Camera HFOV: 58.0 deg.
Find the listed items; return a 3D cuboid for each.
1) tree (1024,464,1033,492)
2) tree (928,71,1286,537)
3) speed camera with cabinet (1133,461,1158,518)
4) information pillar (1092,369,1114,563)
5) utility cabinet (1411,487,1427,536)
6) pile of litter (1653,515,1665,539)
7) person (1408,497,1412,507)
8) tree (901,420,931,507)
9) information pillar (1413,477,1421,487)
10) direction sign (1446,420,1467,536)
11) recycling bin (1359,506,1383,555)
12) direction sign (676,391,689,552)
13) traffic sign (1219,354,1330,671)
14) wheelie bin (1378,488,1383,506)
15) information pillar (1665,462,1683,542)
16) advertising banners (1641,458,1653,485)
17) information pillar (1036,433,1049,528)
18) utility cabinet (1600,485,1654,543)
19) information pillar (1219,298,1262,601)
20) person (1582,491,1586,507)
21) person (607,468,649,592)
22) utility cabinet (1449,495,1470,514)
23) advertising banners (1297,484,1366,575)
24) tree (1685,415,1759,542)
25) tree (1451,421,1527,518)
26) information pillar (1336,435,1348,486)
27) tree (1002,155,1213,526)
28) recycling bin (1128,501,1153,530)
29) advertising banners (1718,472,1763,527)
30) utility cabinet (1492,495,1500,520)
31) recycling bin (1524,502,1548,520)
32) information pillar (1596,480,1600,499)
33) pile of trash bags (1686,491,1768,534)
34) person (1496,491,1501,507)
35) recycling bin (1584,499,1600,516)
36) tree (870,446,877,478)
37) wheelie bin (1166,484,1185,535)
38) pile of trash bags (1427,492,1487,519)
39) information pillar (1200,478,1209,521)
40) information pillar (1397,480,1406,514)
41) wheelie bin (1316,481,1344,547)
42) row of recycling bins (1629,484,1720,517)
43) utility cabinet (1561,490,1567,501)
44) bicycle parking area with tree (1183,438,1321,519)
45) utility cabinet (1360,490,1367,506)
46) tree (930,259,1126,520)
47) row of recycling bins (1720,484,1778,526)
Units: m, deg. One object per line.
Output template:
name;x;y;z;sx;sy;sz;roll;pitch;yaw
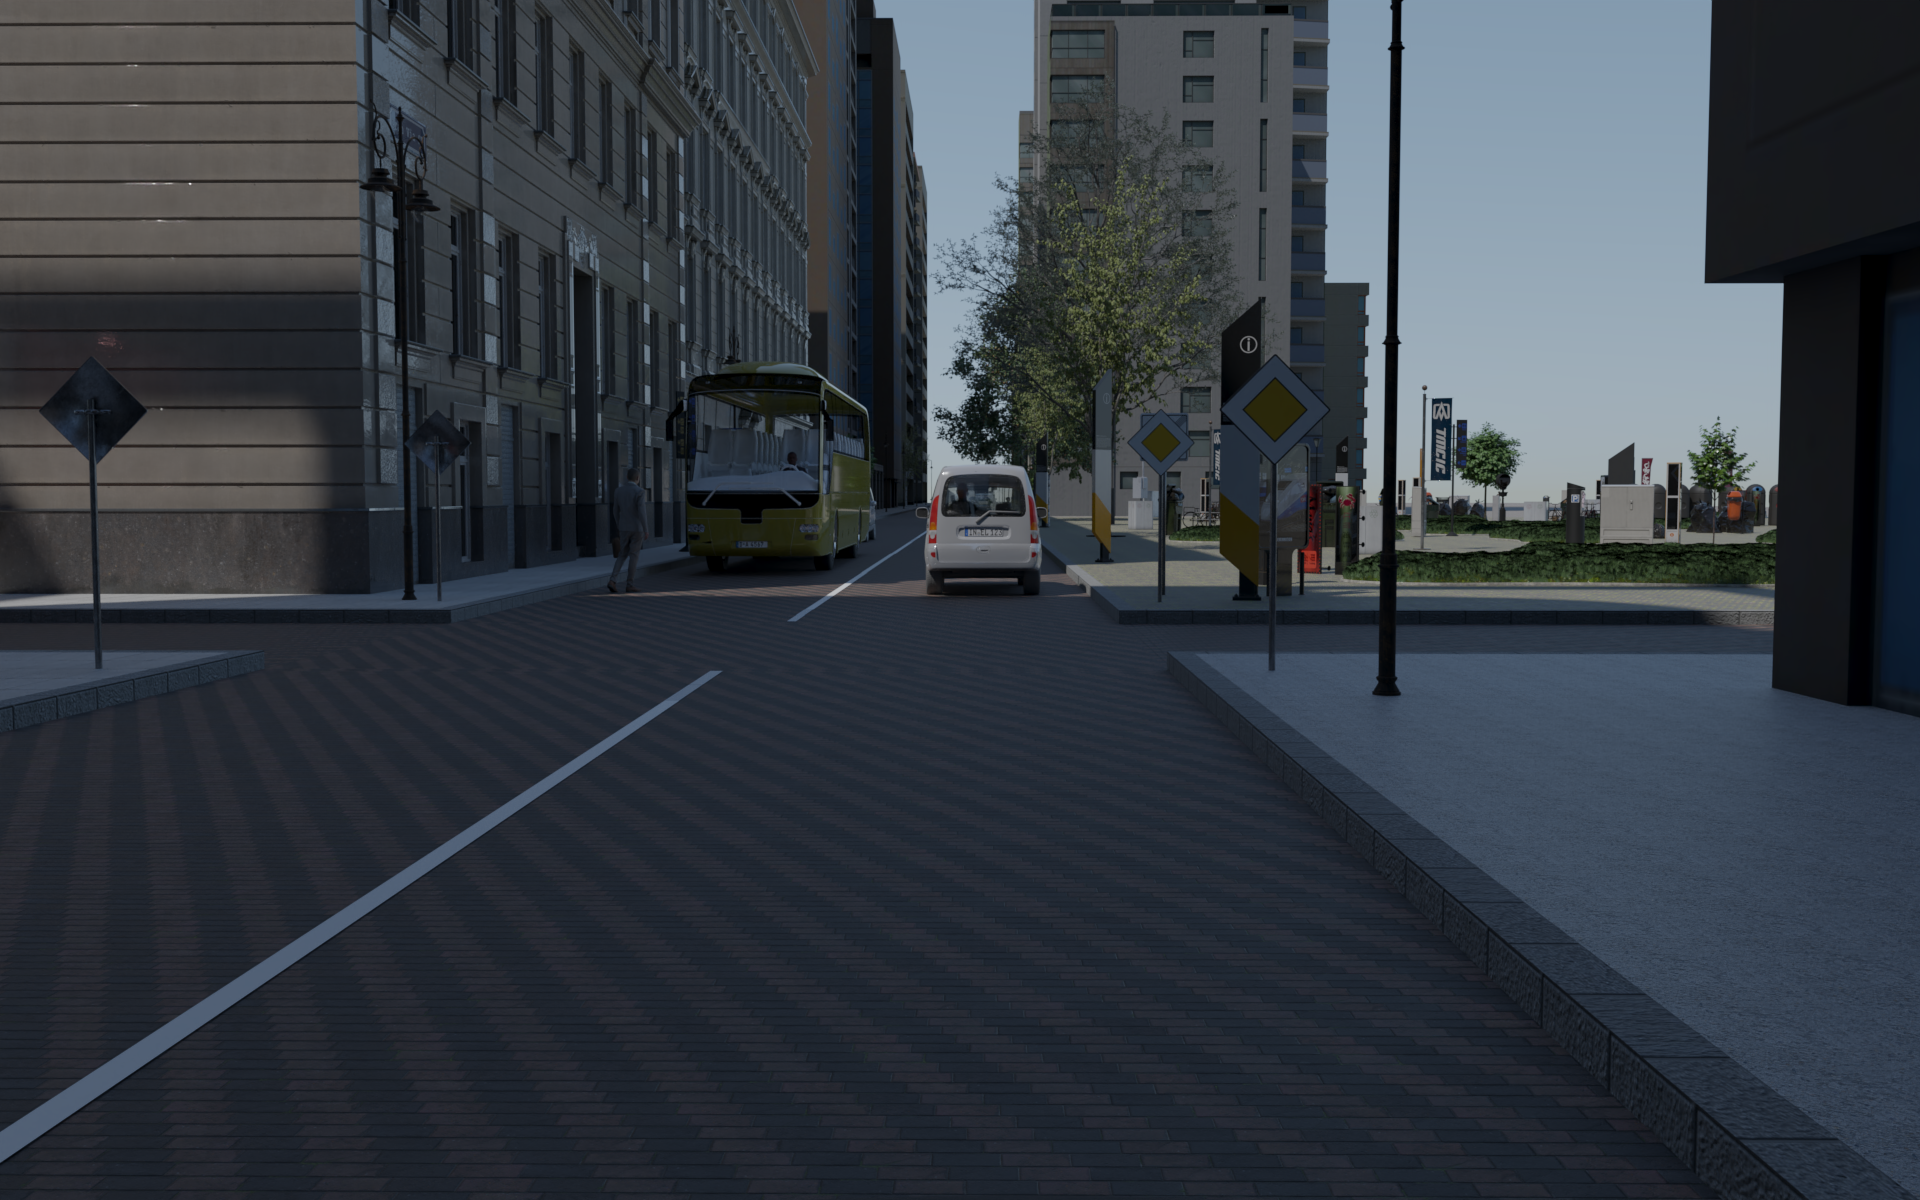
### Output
tree;3.985;-6.930;107.900;1.663;3.219;1.824;0;3;0
tree;4.243;-8.627;51.418;12.009;13.543;11.850;0;3;0
speed camera with cabinet;10.195;-6.122;94.435;0.660;3.252;2.038;3;4;39
information pillar;2.662;-2.512;32.424;0.183;3.616;0.504;3;5;43
utility cabinet;13.837;-2.659;52.147;0.318;1.500;1.173;1;4;22
pile of litter;19.992;-2.220;50.256;1.176;0.858;1.719;-2;4;-31
person;45.631;-9.952;174.441;0.991;1.433;0.599;0;4;-4
tree;-5.165;-13.604;172.782;4.360;8.622;3.978;0;3;0
information pillar;20.148;-4.401;76.449;0.304;2.012;0.304;2;4;25
direction sign;14.984;-3.709;52.640;0.876;3.537;0.379;-1;4;-12
recycling bin;8.652;-1.497;37.029;0.722;1.027;0.722;1;4;9
direction sign;-6.076;-2.843;38.476;0.379;3.537;0.876;1;4;19
traffic sign;2.266;-0.544;12.535;0.795;2.450;0.064;0;4;1
wheelie bin;23.469;-5.337;95.161;0.980;1.594;0.693;-1;4;-21
information pillar;16.602;-2.189;40.290;0.304;2.012;0.304;2;4;31
advertising banners;32.439;-5.365;83.913;2.074;3.025;0.090;1;4;19
information pillar;3.149;-4.581;66.259;0.504;3.616;0.183;2;4;31
utility cabinet;15.970;-2.005;41.464;1.173;1.500;0.318;2;4;24
information pillar;3.383;-1.802;20.825;0.504;3.616;0.183;0;4;8
person;63.517;-10.235;176.505;0.621;1.740;0.551;0;4;-2
person;-4.820;-1.023;25.348;0.709;1.813;0.853;1;4;22
utility cabinet;25.832;-4.799;89.625;1.020;1.237;0.306;3;5;40
advertising banners;5.653;-1.935;27.825;0.090;3.025;2.074;-3;4;-39
tree;18.564;-2.914;42.245;1.663;3.219;1.824;0;3;0
tree;23.578;-5.725;77.315;4.285;4.588;4.351;0;3;0
information pillar;15.169;-4.734;68.758;0.504;3.616;0.183;-1;4;-9
tree;3.402;-5.408;38.777;4.737;8.622;4.395;0;3;0
recycling bin;6.527;-3.059;62.565;0.722;1.027;0.722;-1;4;-15
advertising banners;30.774;-4.400;68.123;2.074;3.025;0.090;-1;4;-20
utility cabinet;26.041;-4.460;84.089;0.306;1.237;1.020;1;4;21
recycling bin;19.417;-2.804;58.396;0.722;1.027;0.722;2;4;24
information pillar;32.981;-5.185;89.261;0.304;2.012;0.304;-2;4;-33
pile of trash bags;25.157;-2.886;56.936;1.912;1.369;3.447;1;4;12
person;54.118;-10.081;174.037;1.217;1.735;0.721;3;5;40
recycling bin;30.186;-4.280;82.525;0.722;1.027;0.722;0;4;5
tree;-6.048;-6.700;93.261;4.285;4.588;4.351;0;3;0
wheelie bin;6.631;-2.835;54.255;0.693;1.594;0.980;2;4;29
pile of trash bags;23.112;-4.403;81.749;3.447;1.369;1.912;-2;4;-26
information pillar;11.478;-4.687;81.124;0.304;2.012;0.304;-3;5;-42
information pillar;22.763;-5.185;89.263;0.304;2.012;0.304;-3;5;-43
wheelie bin;8.942;-2.071;41.773;0.980;1.594;0.693;1;4;12
row of recycling bins;28.306;-3.803;69.291;3.534;1.692;1.069;0;4;-1
utility cabinet;33.521;-5.273;94.894;0.318;1.500;1.173;-2;4;-29
bicycle parking area with tree;15.710;-6.178;88.007;8.231;4.147;9.016;0;4;2
utility cabinet;21.854;-5.215;93.942;0.318;1.500;1.173;0;4;7
tree;3.696;-10.223;84.158;9.611;12.733;9.660;0;3;0
row of recycling bins;32.745;-3.866;70.320;3.534;1.692;1.069;1;4;14
